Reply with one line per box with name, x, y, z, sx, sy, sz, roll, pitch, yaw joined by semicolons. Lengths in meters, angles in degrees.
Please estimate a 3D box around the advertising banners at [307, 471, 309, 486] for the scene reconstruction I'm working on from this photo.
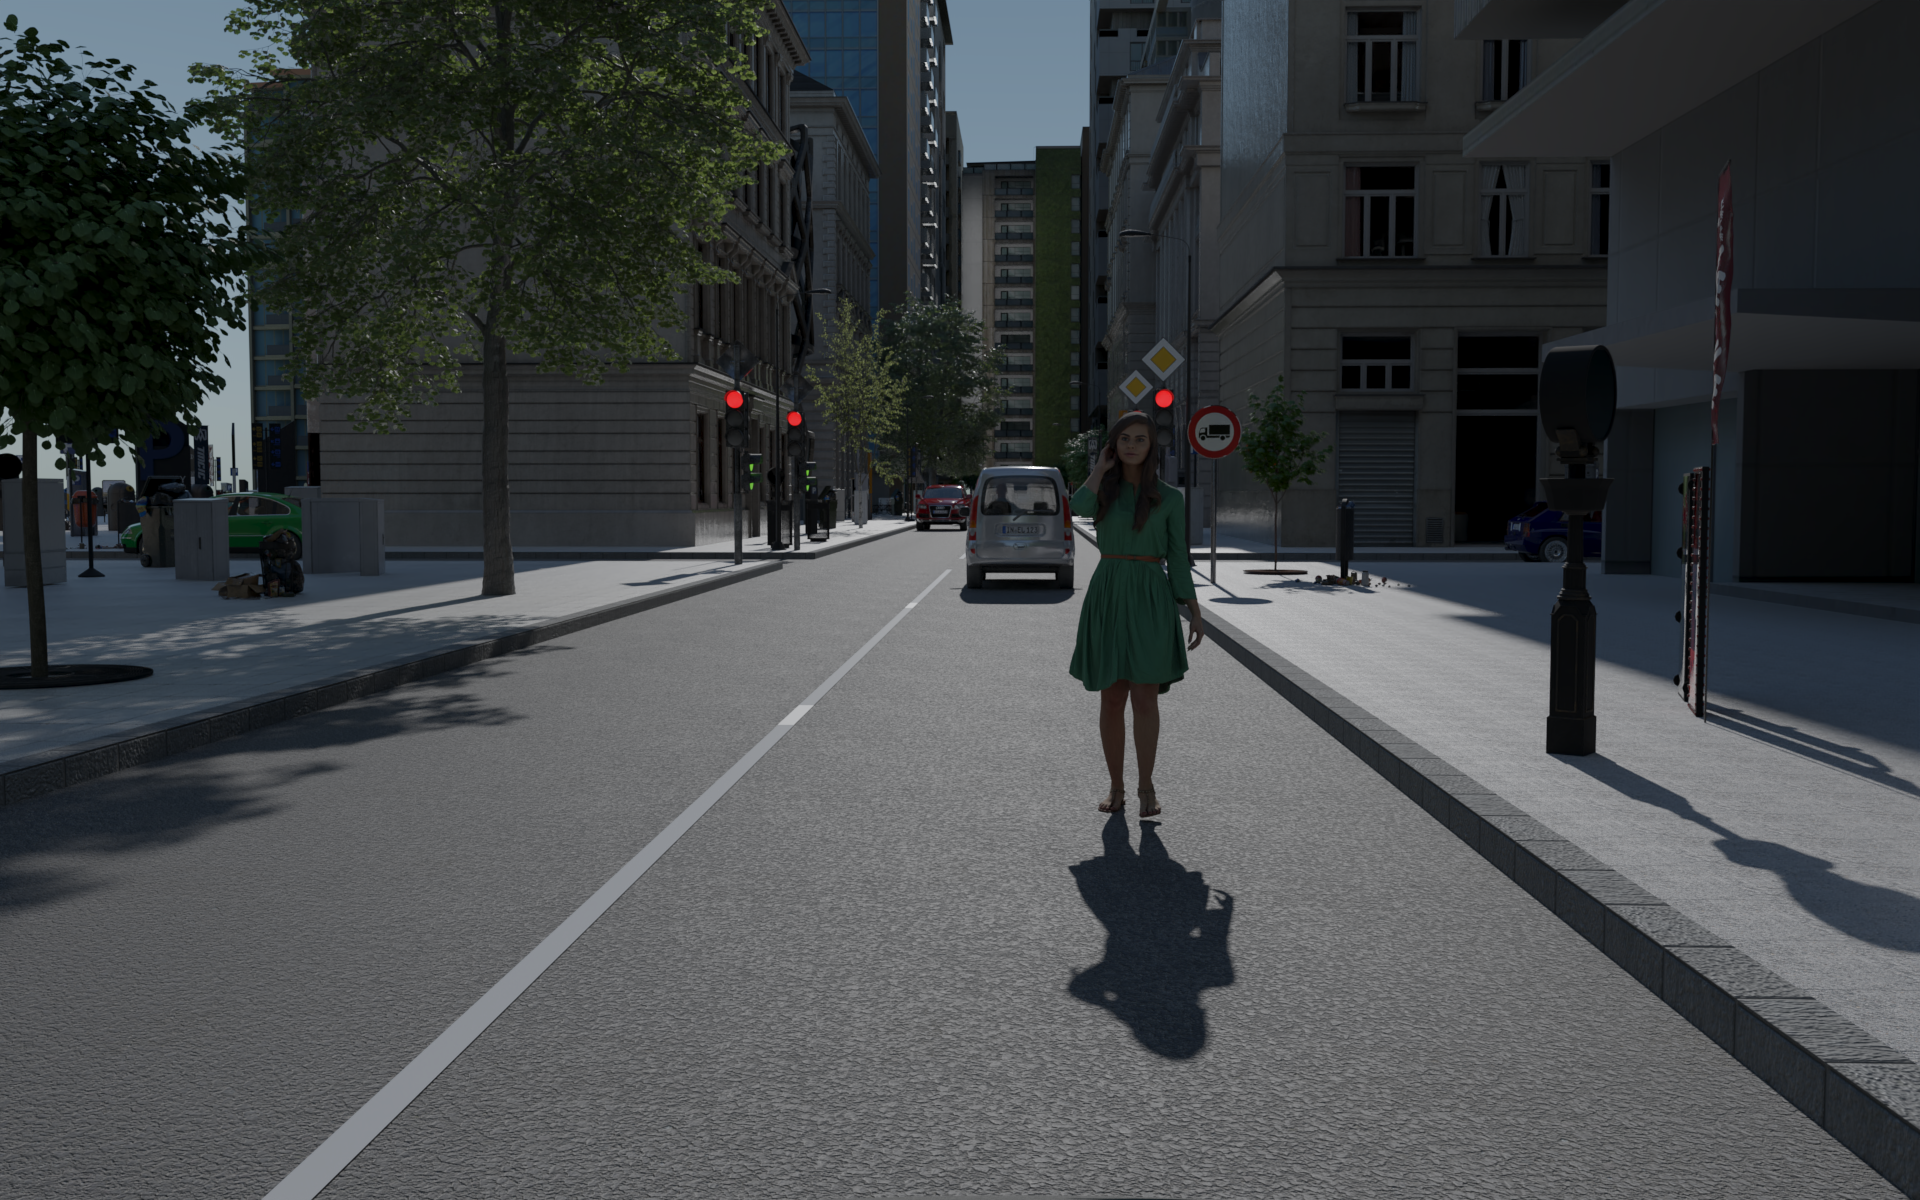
advertising banners;-41.758;-7.039;111.280;2.074;3.025;0.090;0;4;4

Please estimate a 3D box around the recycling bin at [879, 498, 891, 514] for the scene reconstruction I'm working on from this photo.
recycling bin;-4.948;-6.224;114.323;0.722;1.027;0.722;0;4;8

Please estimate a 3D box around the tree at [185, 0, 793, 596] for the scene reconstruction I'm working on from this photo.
tree;-5.485;-6.329;21.605;7.486;12.596;7.792;0;3;0

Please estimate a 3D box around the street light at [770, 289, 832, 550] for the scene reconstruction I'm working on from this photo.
street light;-3.606;-4.087;39.360;1.470;5.913;1.316;0;4;2

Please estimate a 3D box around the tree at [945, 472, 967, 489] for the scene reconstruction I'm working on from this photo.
tree;-0.415;-9.195;144.943;1.663;3.219;1.824;0;3;0

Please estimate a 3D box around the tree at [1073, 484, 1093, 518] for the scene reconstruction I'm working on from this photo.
tree;6.651;-5.960;92.042;1.663;3.219;1.824;0;3;0

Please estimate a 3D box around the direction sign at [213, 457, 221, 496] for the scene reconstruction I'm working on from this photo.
direction sign;-45.212;-6.925;105.217;0.379;3.537;0.876;1;4;22

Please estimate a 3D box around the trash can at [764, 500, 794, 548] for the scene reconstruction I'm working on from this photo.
trash can;-4.292;-1.810;41.249;0.748;1.137;0.748;0;3;0

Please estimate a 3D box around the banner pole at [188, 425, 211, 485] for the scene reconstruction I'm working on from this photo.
banner pole;-24.319;-3.985;55.168;0.863;3.779;0.401;-3;5;-41

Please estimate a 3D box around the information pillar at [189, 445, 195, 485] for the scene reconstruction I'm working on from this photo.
information pillar;-36.565;-5.587;82.698;0.504;3.616;0.183;1;4;13

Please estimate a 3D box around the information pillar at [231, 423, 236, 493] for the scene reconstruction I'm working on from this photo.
information pillar;-23.738;-3.993;56.645;0.183;3.616;0.504;-1;4;-20

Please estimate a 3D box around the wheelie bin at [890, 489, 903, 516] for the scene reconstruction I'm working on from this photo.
wheelie bin;-3.740;-5.827;103.175;0.693;1.594;0.980;-2;4;-23

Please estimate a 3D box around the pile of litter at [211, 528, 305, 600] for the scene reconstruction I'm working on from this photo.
pile of litter;-8.853;-0.478;21.784;1.176;0.858;1.719;0;4;4

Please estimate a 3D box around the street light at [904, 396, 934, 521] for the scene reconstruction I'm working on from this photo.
street light;-1.937;-6.690;81.929;1.470;5.913;1.316;0;4;2

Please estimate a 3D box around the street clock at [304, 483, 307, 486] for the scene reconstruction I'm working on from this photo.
street clock;-41.631;-6.479;110.503;0.471;2.002;0.358;3;5;39

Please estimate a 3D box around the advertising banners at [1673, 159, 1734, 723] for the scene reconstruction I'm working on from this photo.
advertising banners;4.335;-0.852;10.118;0.090;3.025;2.074;1;4;18

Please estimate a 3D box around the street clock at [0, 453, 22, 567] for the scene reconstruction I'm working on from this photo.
street clock;-16.830;-1.593;30.617;0.471;2.002;0.358;-3;4;-38

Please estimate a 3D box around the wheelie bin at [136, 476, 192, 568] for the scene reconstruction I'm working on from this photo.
wheelie bin;-13.923;-1.377;30.424;0.693;1.594;0.980;2;4;30

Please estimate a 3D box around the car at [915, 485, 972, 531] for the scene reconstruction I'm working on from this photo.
car;-0.607;-3.726;69.599;2.281;1.827;5.304;0;4;4

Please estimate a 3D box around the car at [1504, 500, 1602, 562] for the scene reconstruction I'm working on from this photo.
car;13.065;-1.359;34.795;3.894;1.354;1.945;0;4;3

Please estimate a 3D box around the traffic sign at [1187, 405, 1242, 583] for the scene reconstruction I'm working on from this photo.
traffic sign;3.642;-1.513;24.839;0.768;2.556;0.104;0;4;7

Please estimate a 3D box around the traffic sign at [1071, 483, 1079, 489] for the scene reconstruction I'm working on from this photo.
traffic sign;6.837;-6.131;100.247;0.884;2.594;0.081;1;4;9

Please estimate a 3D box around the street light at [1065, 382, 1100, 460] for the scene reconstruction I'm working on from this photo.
street light;5.221;-6.059;71.606;1.470;5.913;1.316;0;4;2

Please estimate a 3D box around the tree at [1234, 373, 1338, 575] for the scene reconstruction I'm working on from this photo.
tree;5.212;-2.029;27.771;1.663;3.219;1.824;0;3;0

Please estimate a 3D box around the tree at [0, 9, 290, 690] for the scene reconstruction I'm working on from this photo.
tree;-6.347;-1.728;11.971;4.285;4.588;4.351;0;3;0

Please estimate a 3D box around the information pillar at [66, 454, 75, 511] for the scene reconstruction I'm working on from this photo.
information pillar;-41.740;-5.504;81.349;0.183;3.616;0.504;1;4;15

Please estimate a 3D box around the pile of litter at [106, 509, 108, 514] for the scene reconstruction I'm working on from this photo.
pile of litter;-54.571;-5.905;110.508;1.176;0.858;1.719;-1;4;-9

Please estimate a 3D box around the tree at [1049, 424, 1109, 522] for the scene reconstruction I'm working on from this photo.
tree;6.452;-6.150;84.263;4.285;4.588;4.351;0;3;0

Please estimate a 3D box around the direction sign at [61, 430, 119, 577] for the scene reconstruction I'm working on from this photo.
direction sign;-13.445;-2.123;26.705;0.876;3.537;0.379;-1;4;-21

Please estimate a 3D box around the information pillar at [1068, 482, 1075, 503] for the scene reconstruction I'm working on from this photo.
information pillar;6.902;-6.279;107.160;0.304;2.012;0.304;3;4;36

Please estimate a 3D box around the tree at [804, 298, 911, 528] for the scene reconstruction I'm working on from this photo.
tree;-3.710;-6.975;64.403;4.360;8.622;3.978;0;3;0

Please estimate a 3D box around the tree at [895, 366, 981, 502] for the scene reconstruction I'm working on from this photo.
tree;-1.979;-9.203;100.837;4.737;8.622;4.395;0;3;0

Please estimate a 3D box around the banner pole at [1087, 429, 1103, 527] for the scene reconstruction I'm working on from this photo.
banner pole;5.247;-4.699;66.841;0.863;3.779;0.401;-2;4;-31

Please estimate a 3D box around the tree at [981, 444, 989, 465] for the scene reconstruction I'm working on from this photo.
tree;1.047;-13.489;170.909;4.737;8.622;4.395;0;3;0

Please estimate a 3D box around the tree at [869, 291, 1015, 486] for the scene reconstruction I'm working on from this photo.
tree;-1.632;-12.402;109.435;9.857;13.997;8.962;0;3;0

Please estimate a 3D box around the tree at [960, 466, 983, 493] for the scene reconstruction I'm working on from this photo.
tree;1.572;-12.155;182.445;4.285;4.588;4.351;0;3;0

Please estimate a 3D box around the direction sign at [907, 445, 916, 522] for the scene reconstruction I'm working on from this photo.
direction sign;-2.257;-5.434;80.835;0.379;3.537;0.876;-2;4;-26

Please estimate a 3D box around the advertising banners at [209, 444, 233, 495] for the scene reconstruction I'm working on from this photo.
advertising banners;-25.844;-3.932;60.480;0.090;3.025;2.074;-3;5;-44

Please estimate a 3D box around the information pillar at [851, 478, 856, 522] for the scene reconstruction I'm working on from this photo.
information pillar;-4.855;-4.661;80.694;0.304;2.012;0.304;2;4;24

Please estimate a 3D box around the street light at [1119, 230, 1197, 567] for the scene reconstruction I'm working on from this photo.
street light;3.495;-3.551;30.607;1.470;5.913;1.316;0;4;2

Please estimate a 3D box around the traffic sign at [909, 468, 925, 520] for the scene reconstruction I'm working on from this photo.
traffic sign;-2.138;-5.155;84.287;0.884;2.594;0.081;0;4;6

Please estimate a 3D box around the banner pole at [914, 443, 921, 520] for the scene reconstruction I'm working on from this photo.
banner pole;-2.069;-5.863;85.876;0.401;3.779;0.863;1;4;16

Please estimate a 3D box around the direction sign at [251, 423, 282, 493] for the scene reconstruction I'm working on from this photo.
direction sign;-22.136;-3.874;55.338;0.876;3.537;0.379;-2;4;-24

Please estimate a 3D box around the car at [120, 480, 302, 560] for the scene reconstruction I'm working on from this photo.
car;-15.232;-1.696;36.533;4.718;1.807;1.959;0;4;2

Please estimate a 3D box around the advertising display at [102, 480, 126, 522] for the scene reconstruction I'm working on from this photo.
advertising display;-38.320;-4.481;78.479;0.974;1.923;0.123;-1;4;-21

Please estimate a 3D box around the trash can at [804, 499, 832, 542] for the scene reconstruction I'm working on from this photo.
trash can;-3.821;-2.145;46.724;0.748;1.137;0.748;0;3;0

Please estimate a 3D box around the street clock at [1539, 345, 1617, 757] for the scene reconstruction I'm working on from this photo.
street clock;3.028;-0.242;8.524;0.358;2.002;0.471;3;4;38

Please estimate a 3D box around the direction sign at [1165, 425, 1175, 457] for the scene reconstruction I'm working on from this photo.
direction sign;6.748;-3.932;56.292;0.379;3.537;0.876;3;4;36

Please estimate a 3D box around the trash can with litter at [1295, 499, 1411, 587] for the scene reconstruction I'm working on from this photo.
trash can with litter;5.694;-0.850;24.957;1.678;1.210;2.233;1;4;18

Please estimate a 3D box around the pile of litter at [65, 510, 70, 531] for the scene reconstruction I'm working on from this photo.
pile of litter;-31.622;-2.899;61.365;1.176;0.858;1.719;-2;4;-33

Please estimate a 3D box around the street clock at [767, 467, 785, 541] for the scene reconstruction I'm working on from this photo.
street clock;-4.977;-2.588;46.886;0.471;2.002;0.358;-1;4;-14

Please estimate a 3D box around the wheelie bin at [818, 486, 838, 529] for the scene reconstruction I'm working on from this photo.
wheelie bin;-4.923;-3.468;64.607;0.693;1.594;0.980;-1;4;-20
